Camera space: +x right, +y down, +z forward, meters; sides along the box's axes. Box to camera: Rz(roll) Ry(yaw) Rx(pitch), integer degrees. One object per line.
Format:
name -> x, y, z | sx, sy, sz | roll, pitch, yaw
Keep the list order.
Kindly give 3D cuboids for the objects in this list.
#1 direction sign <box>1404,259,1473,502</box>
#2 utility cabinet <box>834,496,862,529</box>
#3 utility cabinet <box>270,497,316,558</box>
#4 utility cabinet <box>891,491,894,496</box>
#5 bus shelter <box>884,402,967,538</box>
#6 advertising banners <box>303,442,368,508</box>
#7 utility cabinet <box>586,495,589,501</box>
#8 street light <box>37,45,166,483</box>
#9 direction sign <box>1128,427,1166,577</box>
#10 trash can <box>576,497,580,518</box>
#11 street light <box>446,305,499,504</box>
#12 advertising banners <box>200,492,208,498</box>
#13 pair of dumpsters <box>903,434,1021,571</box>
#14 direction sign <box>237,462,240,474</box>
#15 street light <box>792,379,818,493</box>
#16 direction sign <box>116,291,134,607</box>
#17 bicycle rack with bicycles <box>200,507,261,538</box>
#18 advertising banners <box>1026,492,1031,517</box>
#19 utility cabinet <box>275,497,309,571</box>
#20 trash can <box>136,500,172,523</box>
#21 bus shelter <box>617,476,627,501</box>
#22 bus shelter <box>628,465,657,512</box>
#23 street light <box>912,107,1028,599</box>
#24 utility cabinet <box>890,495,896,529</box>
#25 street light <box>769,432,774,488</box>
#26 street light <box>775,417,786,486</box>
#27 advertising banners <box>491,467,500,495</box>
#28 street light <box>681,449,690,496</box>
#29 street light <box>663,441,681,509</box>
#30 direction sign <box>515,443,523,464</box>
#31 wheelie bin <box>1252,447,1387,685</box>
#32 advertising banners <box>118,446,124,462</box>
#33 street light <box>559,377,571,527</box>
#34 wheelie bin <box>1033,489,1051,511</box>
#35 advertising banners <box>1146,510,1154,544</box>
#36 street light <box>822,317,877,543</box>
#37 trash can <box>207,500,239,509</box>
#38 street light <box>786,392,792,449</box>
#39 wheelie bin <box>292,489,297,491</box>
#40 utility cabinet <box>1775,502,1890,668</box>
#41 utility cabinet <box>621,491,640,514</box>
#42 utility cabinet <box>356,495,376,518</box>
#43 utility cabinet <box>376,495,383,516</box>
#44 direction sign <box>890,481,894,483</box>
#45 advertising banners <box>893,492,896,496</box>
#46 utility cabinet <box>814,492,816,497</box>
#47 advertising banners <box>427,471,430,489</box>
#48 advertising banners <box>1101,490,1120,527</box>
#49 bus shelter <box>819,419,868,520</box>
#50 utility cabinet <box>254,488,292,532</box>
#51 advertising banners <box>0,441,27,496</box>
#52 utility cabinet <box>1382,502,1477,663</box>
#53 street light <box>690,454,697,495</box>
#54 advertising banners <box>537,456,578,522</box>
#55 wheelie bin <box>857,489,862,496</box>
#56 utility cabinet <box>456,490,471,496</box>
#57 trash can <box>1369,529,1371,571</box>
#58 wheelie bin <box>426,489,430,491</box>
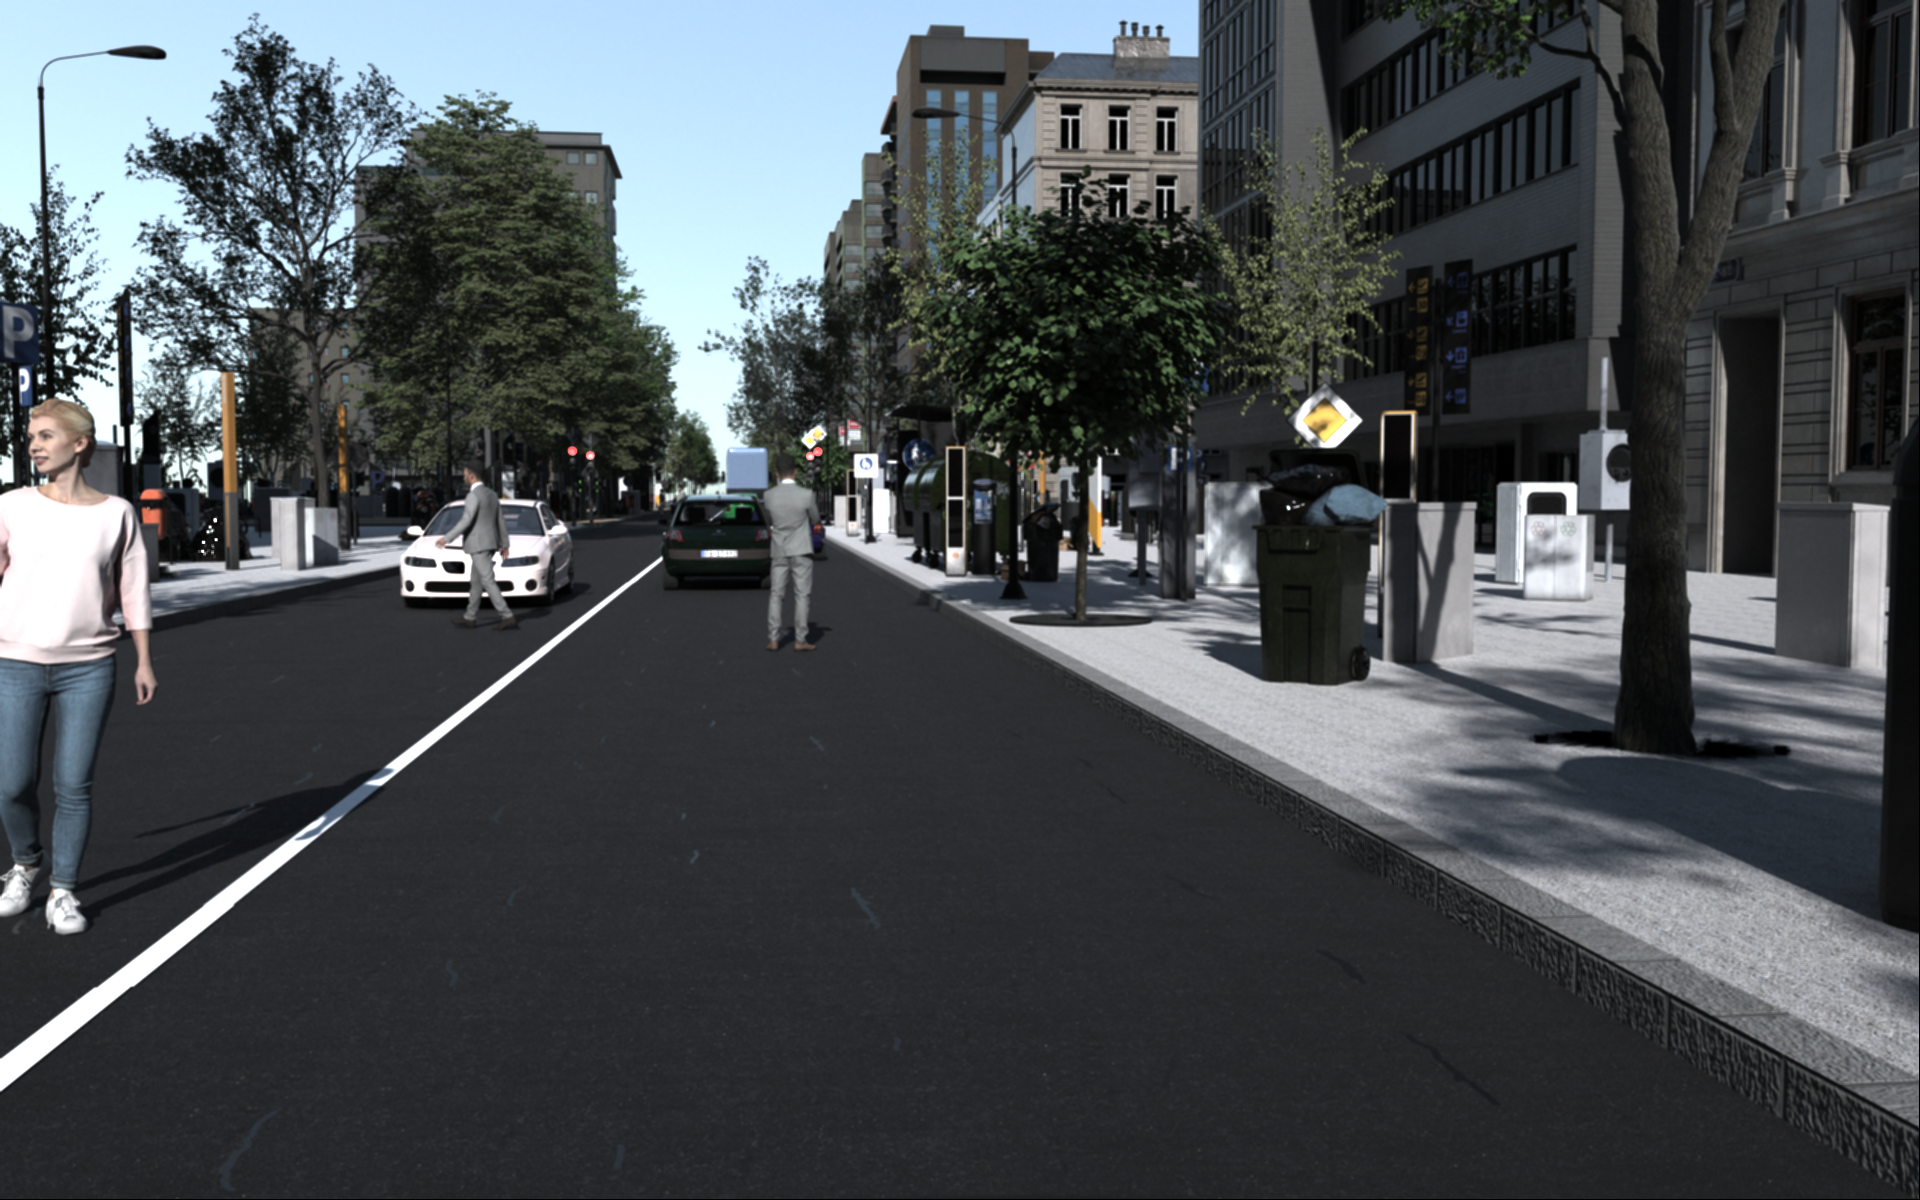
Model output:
direction sign -> 4.712, -1.538, 17.151 | 0.379, 3.537, 0.876 | -2, 4, -29
utility cabinet -> -4.165, -3.266, 64.559 | 1.020, 1.237, 0.306 | 0, 4, 3
utility cabinet -> -13.469, -1.460, 35.034 | 0.306, 1.237, 1.020 | 1, 4, 18
utility cabinet -> -5.716, -7.905, 137.930 | 0.318, 1.500, 1.173 | 2, 4, 34
bus shelter -> -0.964, -3.445, 47.615 | 1.731, 3.624, 6.357 | 0, 4, -7
advertising banners -> -20.928, -3.787, 58.112 | 2.074, 3.025, 0.090 | -2, 4, -25
utility cabinet -> -31.546, -8.288, 146.665 | 0.306, 1.237, 1.020 | -1, 4, -18
street light -> -8.924, -2.783, 18.037 | 1.470, 5.913, 1.316 | 0, 4, -7
direction sign -> 2.795, -2.126, 26.759 | 0.876, 3.537, 0.379 | -2, 4, -26
trash can -> -20.153, -4.865, 91.200 | 0.748, 1.137, 0.748 | 0, 3, 0
street light -> -12.034, -4.289, 42.662 | 1.470, 5.913, 1.316 | 0, 4, -7
advertising banners -> -56.842, -8.275, 131.488 | 2.074, 3.025, 0.090 | 1, 4, 14
pair of dumpsters -> -0.009, -1.687, 30.080 | 1.574, 2.255, 4.437 | 0, 4, -7
direction sign -> -50.317, -7.833, 120.073 | 0.876, 3.537, 0.379 | 1, 4, 14
street light -> -5.873, -5.946, 69.752 | 1.470, 5.913, 1.316 | 0, 4, -7
direction sign -> -9.485, -1.697, 19.738 | 0.379, 3.537, 0.876 | -2, 4, -33
bicycle rack with bicycles -> -21.716, -2.265, 50.417 | 2.925, 0.926, 2.852 | 2, 4, 27
advertising banners -> 2.731, -5.559, 87.070 | 2.074, 3.025, 0.090 | 0, 4, -5
utility cabinet -> -11.333, -1.116, 29.407 | 0.306, 1.237, 1.020 | -1, 4, -14
trash can -> -18.181, -1.680, 39.118 | 0.748, 1.137, 0.748 | 0, 3, 0
bus shelter -> -27.085, -9.034, 141.625 | 2.014, 3.302, 5.546 | 0, 4, -7
bus shelter -> -23.621, -9.154, 127.305 | 2.179, 5.291, 8.768 | 0, 4, -7
street light -> 0.119, -2.965, 21.017 | 1.470, 5.913, 1.316 | 0, 4, -7
utility cabinet -> -2.693, -3.234, 64.034 | 0.306, 1.237, 1.020 | -3, 4, -37
street light -> -13.161, -9.515, 128.106 | 1.470, 5.913, 1.316 | 0, 4, -7
street light -> -10.163, -8.038, 103.963 | 1.470, 5.913, 1.316 | 0, 4, -7
advertising banners -> -29.847, -7.045, 111.370 | 0.090, 3.025, 2.074 | -2, 4, -28
street light -> -28.643, -12.500, 176.919 | 1.470, 5.913, 1.316 | 0, 4, -7
street light -> -25.548, -11.000, 152.389 | 1.470, 5.913, 1.316 | 0, 4, -7
direction sign -> -19.695, -5.164, 76.423 | 0.876, 3.537, 0.379 | 0, 4, 3
wheelie bin -> 2.435, -0.241, 11.842 | 0.980, 1.594, 0.693 | 2, 4, 34
advertising banners -> -31.200, -4.087, 63.016 | 2.074, 3.025, 0.090 | 1, 4, 18
street light -> -14.993, -5.798, 67.341 | 1.470, 5.913, 1.316 | 0, 4, -7
wheelie bin -> 3.267, -3.735, 68.983 | 0.693, 1.594, 0.980 | 0, 4, -3
advertising banners -> 4.909, -3.015, 45.476 | 0.090, 3.025, 2.074 | 0, 4, -1
street light -> -2.905, -4.469, 45.605 | 1.470, 5.913, 1.316 | 0, 4, -7
trash can -> -18.066, -1.887, 42.504 | 0.748, 1.137, 0.748 | 0, 3, 0
street light -> -7.036, -6.503, 78.858 | 1.470, 5.913, 1.316 | 0, 4, -7
wheelie bin -> -40.175, -5.910, 104.542 | 0.980, 1.594, 0.693 | 3, 5, 41
utility cabinet -> 6.654, -0.127, 13.243 | 0.306, 1.237, 1.020 | 0, 4, -4
utility cabinet -> -20.846, -6.170, 109.555 | 1.173, 1.500, 0.318 | 0, 4, 2
utility cabinet -> -32.397, -5.071, 94.074 | 0.306, 1.237, 1.020 | 3, 4, 38
utility cabinet -> -33.734, -5.452, 100.303 | 0.306, 1.237, 1.020 | 0, 4, 3
direction sign -> -5.150, -8.037, 123.395 | 0.876, 3.537, 0.379 | 0, 4, 1
advertising banners -> -3.766, -6.905, 109.080 | 0.090, 3.025, 2.074 | 1, 4, 20
utility cabinet -> -10.956, -7.882, 137.545 | 1.173, 1.500, 0.318 | 1, 4, 11
advertising banners -> -40.802, -8.397, 133.484 | 0.090, 3.025, 2.074 | 0, 4, -4
advertising banners -> 5.548, -4.420, 68.452 | 0.090, 3.025, 2.074 | -3, 5, -40
bus shelter -> -6.040, -6.863, 89.836 | 2.179, 5.291, 8.768 | 0, 4, -7
utility cabinet -> -23.206, -3.048, 58.513 | 1.173, 1.500, 0.318 | 0, 4, -1
advertising banners -> -32.768, -3.891, 59.801 | 0.090, 3.025, 2.074 | 0, 4, -6
utility cabinet -> 3.668, -0.146, 13.552 | 0.306, 1.237, 1.020 | 3, 5, 41
street light -> -31.711, -14.000, 201.448 | 1.470, 5.913, 1.316 | 0, 4, -7
advertising banners -> -18.511, -5.084, 79.316 | 2.074, 3.025, 0.090 | -3, 4, -37
wheelie bin -> -6.832, -6.404, 112.606 | 0.980, 1.594, 0.693 | 2, 4, 24
utility cabinet -> -25.188, -4.901, 88.810 | 1.173, 1.500, 0.318 | -2, 4, -29
trash can -> 6.235, -0.975, 27.587 | 0.748, 1.137, 0.748 | 0, 3, 0
wheelie bin -> -35.414, -6.556, 115.096 | 0.980, 1.594, 0.693 | -3, 5, -44
